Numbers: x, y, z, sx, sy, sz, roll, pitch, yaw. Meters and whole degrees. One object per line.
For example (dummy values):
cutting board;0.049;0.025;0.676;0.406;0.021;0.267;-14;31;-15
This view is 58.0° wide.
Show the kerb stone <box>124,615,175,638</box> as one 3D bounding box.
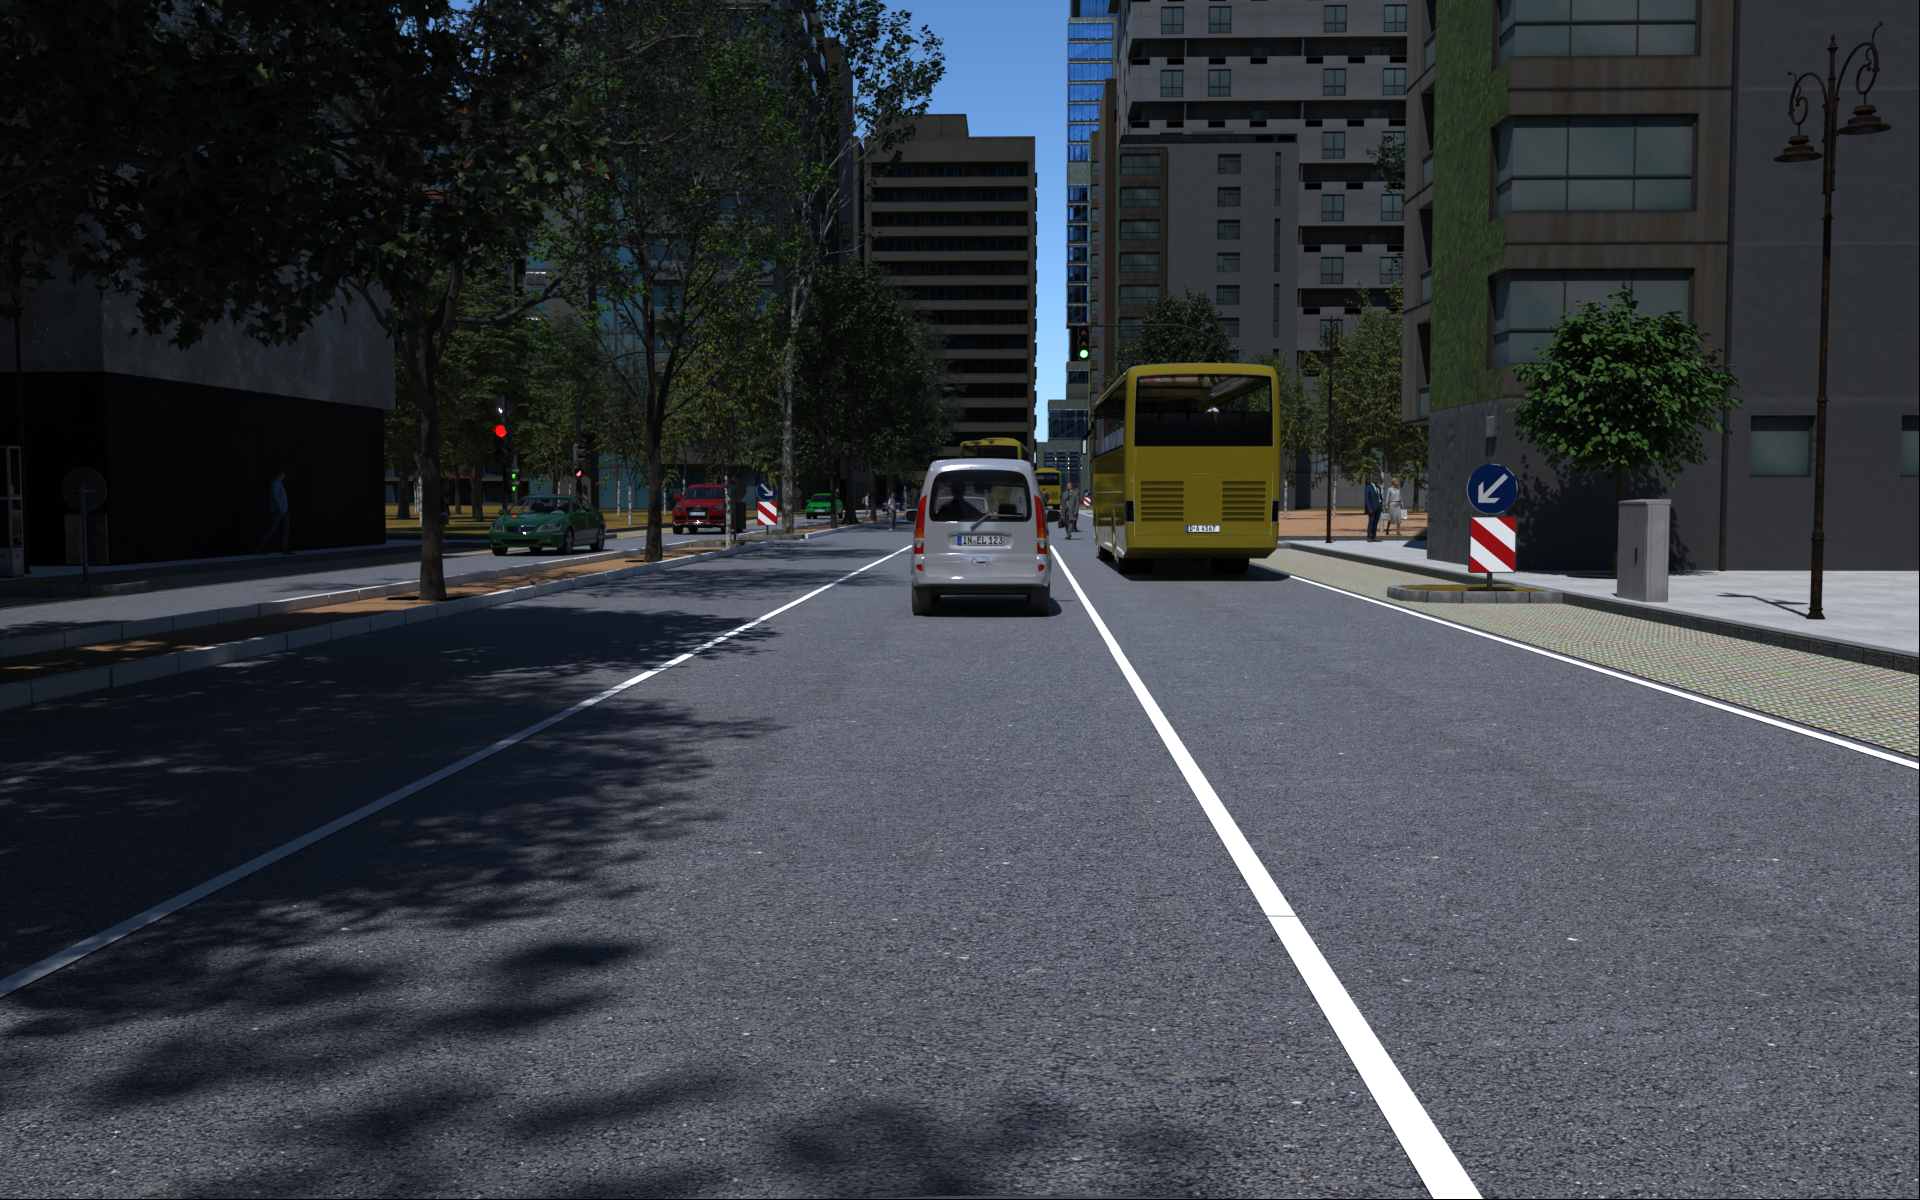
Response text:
kerb stone;-8.283;0.284;17.547;0.120;0.150;1.000;0;4;2

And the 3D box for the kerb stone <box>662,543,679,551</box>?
kerb stone;-7.388;-1.344;44.163;0.120;0.150;1.000;0;4;2

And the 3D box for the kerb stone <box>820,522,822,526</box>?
kerb stone;-6.309;-3.322;76.505;0.120;0.150;1.000;0;4;2

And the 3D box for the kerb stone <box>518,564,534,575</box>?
kerb stone;-7.839;-0.530;30.853;0.120;0.150;1.000;0;4;2

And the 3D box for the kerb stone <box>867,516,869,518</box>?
kerb stone;-5.532;-4.764;100.093;0.120;0.150;1.000;0;4;2

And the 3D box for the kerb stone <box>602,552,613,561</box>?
kerb stone;-7.633;-0.905;36.991;0.120;0.150;1.000;0;4;2

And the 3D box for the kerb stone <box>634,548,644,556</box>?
kerb stone;-7.533;-1.089;40.057;0.120;0.150;1.000;0;4;2

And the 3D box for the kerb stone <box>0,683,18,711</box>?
kerb stone;-6.393;0.668;11.279;0.120;0.150;1.000;0;4;2

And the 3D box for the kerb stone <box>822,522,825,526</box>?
kerb stone;-6.274;-3.384;77.528;0.120;0.150;1.000;0;4;2

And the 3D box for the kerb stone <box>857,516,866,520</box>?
kerb stone;-5.586;-4.639;98.039;0.120;0.150;1.000;0;4;2

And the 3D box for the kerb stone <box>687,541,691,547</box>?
kerb stone;-7.334;-1.469;46.214;0.120;0.150;1.000;0;4;2

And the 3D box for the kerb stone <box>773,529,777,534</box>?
kerb stone;-6.798;-2.437;62.141;0.120;0.150;1.000;0;4;2

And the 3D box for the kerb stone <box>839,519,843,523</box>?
kerb stone;-5.967;-3.949;86.758;0.120;0.150;1.000;0;4;2

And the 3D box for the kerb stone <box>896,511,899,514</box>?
kerb stone;-4.700;-6.268;124.684;0.120;0.150;1.000;0;4;2

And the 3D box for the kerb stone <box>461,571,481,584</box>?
kerb stone;-7.945;-0.342;27.780;0.120;0.150;1.000;0;4;2

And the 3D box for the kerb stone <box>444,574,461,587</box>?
kerb stone;-7.970;-0.278;26.755;0.120;0.150;1.000;0;4;2

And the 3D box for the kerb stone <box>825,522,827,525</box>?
kerb stone;-6.243;-3.447;78.552;0.120;0.150;1.000;0;4;2

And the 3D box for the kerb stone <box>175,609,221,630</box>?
kerb stone;-8.246;0.222;18.568;0.120;0.150;1.000;0;4;2

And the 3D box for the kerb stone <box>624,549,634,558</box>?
kerb stone;-7.566;-1.029;39.035;0.120;0.150;1.000;0;4;2

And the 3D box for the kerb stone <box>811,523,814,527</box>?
kerb stone;-6.422;-3.133;73.422;0.120;0.150;1.000;0;4;2

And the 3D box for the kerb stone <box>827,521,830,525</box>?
kerb stone;-6.212;-3.507;79.574;0.120;0.150;1.000;0;4;2

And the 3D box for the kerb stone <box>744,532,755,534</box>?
kerb stone;-6.958;-2.129;57.006;0.120;0.150;1.000;0;4;2

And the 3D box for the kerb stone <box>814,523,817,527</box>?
kerb stone;-6.381;-3.196;74.443;0.120;0.150;1.000;0;4;2

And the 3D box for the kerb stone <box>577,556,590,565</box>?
kerb stone;-7.701;-0.774;34.939;0.120;0.150;1.000;0;4;2

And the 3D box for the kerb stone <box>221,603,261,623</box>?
kerb stone;-8.215;0.159;19.595;0.120;0.150;1.000;0;4;2

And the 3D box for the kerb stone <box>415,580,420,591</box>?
kerb stone;-8.017;-0.216;25.733;0.120;0.150;1.000;0;4;2

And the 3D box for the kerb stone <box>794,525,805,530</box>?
kerb stone;-6.513;-2.945;70.344;0.120;0.150;1.000;0;4;2

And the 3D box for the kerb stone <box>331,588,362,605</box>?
kerb stone;-8.116;-0.027;22.668;0.120;0.150;1.000;0;4;2

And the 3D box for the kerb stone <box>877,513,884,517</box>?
kerb stone;-5.142;-5.454;111.370;0.120;0.150;1.000;0;4;2

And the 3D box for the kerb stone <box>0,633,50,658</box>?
kerb stone;-8.355;0.411;15.500;0.120;0.150;1.000;0;4;2

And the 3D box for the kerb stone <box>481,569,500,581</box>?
kerb stone;-7.910;-0.404;28.802;0.120;0.150;1.000;0;4;2

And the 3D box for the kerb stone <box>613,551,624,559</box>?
kerb stone;-7.596;-0.967;38.012;0.120;0.150;1.000;0;4;2

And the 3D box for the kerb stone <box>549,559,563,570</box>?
kerb stone;-7.771;-0.654;32.896;0.120;0.150;1.000;0;4;2

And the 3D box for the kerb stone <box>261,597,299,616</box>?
kerb stone;-8.171;0.099;20.616;0.120;0.150;1.000;0;4;2

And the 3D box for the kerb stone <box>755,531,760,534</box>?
kerb stone;-6.931;-2.192;58.038;0.120;0.150;1.000;0;4;2

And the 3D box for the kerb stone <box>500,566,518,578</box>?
kerb stone;-7.868;-0.465;29.823;0.120;0.150;1.000;0;4;2

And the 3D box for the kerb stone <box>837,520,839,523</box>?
kerb stone;-6.075;-3.760;83.670;0.120;0.150;1.000;0;4;2

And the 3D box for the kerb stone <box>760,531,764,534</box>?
kerb stone;-6.894;-2.255;59.063;0.120;0.150;1.000;0;4;2

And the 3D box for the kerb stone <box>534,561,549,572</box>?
kerb stone;-7.804;-0.592;31.874;0.120;0.150;1.000;0;4;2

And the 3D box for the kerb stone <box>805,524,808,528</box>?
kerb stone;-6.495;-3.006;71.371;0.120;0.150;1.000;0;4;2

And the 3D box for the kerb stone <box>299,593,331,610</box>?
kerb stone;-8.146;0.034;21.639;0.120;0.150;1.000;0;4;2

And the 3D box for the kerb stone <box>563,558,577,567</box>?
kerb stone;-7.735;-0.717;33.917;0.120;0.150;1.000;0;4;2

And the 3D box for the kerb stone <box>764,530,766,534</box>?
kerb stone;-6.861;-2.318;60.091;0.120;0.150;1.000;0;4;2

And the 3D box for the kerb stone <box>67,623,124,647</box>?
kerb stone;-8.321;0.347;16.521;0.120;0.150;1.000;0;4;2

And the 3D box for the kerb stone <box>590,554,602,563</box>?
kerb stone;-7.659;-0.842;35.969;0.120;0.150;1.000;0;4;2

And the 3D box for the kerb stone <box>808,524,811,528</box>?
kerb stone;-6.449;-3.070;72.400;0.120;0.150;1.000;0;4;2

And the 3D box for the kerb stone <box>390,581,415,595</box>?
kerb stone;-8.044;-0.154;24.712;0.120;0.150;1.000;0;4;2

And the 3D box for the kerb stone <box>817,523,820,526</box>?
kerb stone;-6.342;-3.258;75.476;0.120;0.150;1.000;0;4;2

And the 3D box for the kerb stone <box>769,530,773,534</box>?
kerb stone;-6.829;-2.381;61.118;0.120;0.150;1.000;0;4;2

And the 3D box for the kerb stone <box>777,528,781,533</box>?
kerb stone;-6.752;-2.498;63.163;0.120;0.150;1.000;0;4;2

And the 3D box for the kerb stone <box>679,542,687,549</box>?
kerb stone;-7.353;-1.407;45.192;0.120;0.150;1.000;0;4;2

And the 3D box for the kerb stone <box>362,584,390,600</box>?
kerb stone;-8.078;-0.091;23.689;0.120;0.150;1.000;0;4;2
